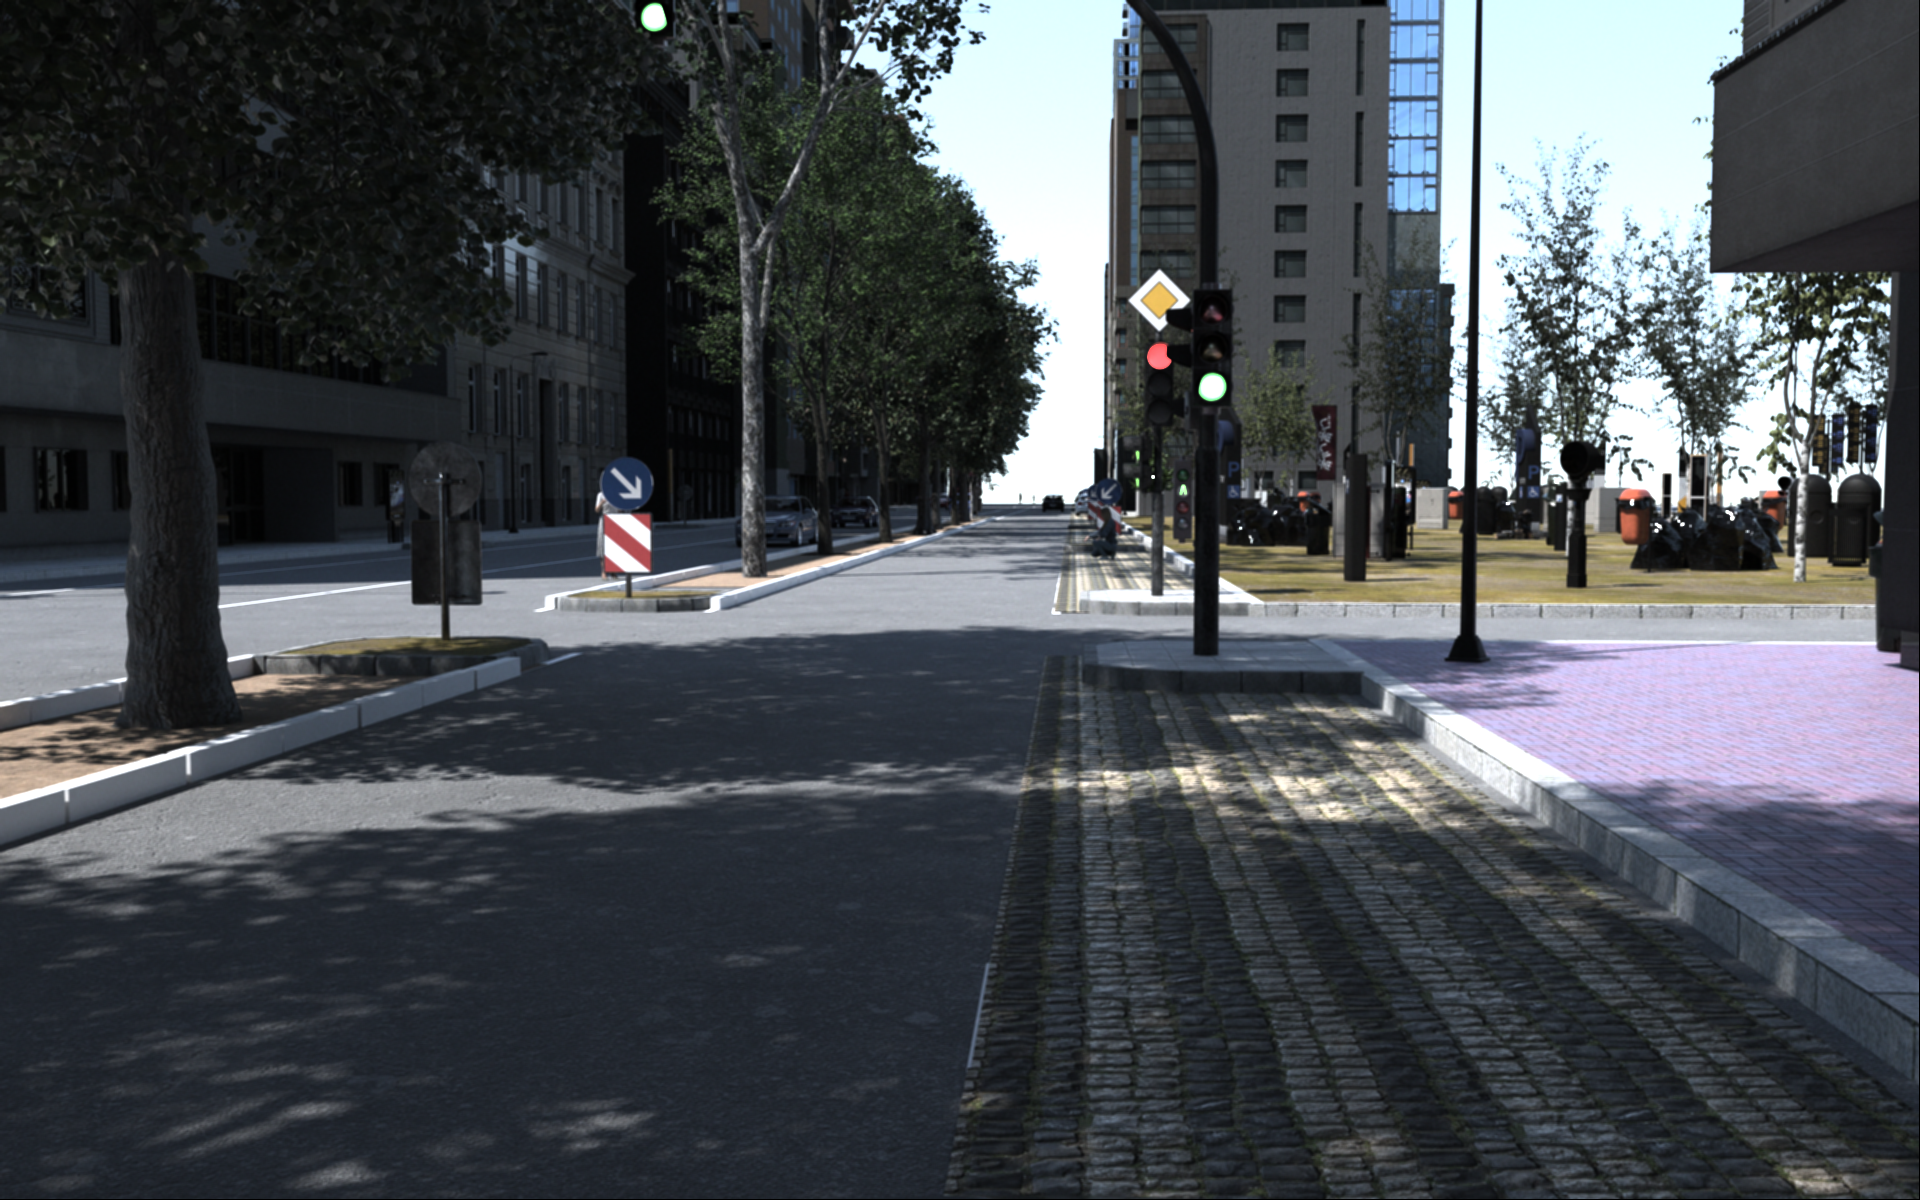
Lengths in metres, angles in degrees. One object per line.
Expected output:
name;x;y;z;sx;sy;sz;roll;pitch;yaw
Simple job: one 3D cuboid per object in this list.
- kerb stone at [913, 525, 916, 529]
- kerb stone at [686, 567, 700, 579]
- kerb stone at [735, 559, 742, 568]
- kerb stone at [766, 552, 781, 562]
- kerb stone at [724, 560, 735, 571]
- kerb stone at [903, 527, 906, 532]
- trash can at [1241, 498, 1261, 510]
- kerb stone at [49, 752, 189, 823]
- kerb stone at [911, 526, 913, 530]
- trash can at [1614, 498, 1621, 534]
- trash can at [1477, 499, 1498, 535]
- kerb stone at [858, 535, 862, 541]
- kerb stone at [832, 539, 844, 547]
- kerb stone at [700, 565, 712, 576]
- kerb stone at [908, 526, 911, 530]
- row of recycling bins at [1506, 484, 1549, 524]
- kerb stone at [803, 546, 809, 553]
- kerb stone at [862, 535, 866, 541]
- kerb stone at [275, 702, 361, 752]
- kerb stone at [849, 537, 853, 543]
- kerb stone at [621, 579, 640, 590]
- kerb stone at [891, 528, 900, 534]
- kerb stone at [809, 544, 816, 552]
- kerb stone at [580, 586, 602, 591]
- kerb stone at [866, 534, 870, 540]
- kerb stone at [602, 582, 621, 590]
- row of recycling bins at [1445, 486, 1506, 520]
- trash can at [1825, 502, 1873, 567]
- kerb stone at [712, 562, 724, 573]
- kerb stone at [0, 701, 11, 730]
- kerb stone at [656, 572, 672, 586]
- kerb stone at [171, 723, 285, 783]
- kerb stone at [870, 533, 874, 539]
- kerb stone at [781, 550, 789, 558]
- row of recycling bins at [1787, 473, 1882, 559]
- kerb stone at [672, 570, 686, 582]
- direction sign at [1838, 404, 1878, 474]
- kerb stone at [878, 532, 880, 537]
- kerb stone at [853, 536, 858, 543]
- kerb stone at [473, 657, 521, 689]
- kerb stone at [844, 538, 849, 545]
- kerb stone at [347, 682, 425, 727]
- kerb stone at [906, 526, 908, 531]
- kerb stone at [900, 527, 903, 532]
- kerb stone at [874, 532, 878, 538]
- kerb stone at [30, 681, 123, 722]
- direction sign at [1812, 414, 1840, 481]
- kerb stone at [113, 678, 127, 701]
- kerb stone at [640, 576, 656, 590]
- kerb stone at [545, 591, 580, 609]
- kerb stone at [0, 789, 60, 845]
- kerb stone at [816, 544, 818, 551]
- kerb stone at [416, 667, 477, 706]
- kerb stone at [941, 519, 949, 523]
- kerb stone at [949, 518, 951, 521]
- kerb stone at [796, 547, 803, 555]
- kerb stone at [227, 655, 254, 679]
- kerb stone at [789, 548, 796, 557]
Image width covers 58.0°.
kerb stone;-1.977;-2.871;69.138;0.120;0.150;1.000;0;4;4
kerb stone;-4.610;-0.433;29.281;0.120;0.150;1.000;0;4;4
kerb stone;-4.343;-0.680;33.364;0.120;0.150;1.000;0;4;4
kerb stone;-4.071;-0.928;37.447;0.120;0.150;1.000;0;4;4
kerb stone;-4.408;-0.621;32.344;0.120;0.150;1.000;0;4;4
kerb stone;-2.241;-2.620;65.052;0.120;0.150;1.000;0;4;4
trash can;9.350;-2.701;55.807;0.748;1.137;0.748;0;3;0
kerb stone;-3.909;0.867;8.049;0.120;0.150;1.000;0;4;4
kerb stone;-2.046;-2.808;68.112;0.120;0.150;1.000;0;4;4
trash can;21.629;-2.727;56.242;0.748;1.137;0.748;0;3;0
trash can;16.469;-2.603;54.214;0.748;1.137;0.748;0;3;0
kerb stone;-3.125;-1.809;51.778;0.120;0.150;1.000;0;4;4
kerb stone;-3.394;-1.559;47.690;0.120;0.150;1.000;0;4;4
kerb stone;-4.544;-0.496;30.301;0.120;0.150;1.000;0;4;4
kerb stone;-2.108;-2.746;67.092;0.120;0.150;1.000;0;4;4
row of recycling bins;25.106;-4.132;74.675;1.069;1.692;3.534;-1;4;-14
kerb stone;-3.809;-1.180;41.544;0.120;0.150;1.000;0;4;4
kerb stone;-3.052;-1.872;52.797;0.120;0.150;1.000;0;4;4
kerb stone;-3.781;0.746;10.117;0.120;0.150;1.000;0;4;4
kerb stone;-3.259;-1.684;49.733;0.120;0.150;1.000;0;4;4
kerb stone;-4.877;-0.183;25.193;0.120;0.150;1.000;0;4;4
kerb stone;-2.381;-2.496;63.013;0.120;0.150;1.000;0;4;4
kerb stone;-3.733;-1.246;42.563;0.120;0.150;1.000;0;4;4
kerb stone;-5.011;-0.053;23.154;0.120;0.150;1.000;0;4;4
kerb stone;-2.985;-1.934;53.823;0.120;0.150;1.000;0;4;4
kerb stone;-4.956;-0.121;24.174;0.120;0.150;1.000;0;4;4
row of recycling bins;26.148;-4.942;87.907;3.534;1.692;1.069;-1;4;-12
trash can;15.690;-1.159;30.610;0.748;1.137;0.748;0;3;0
kerb stone;-4.477;-0.555;31.321;0.120;0.150;1.000;0;4;4
kerb stone;-5.865;0.730;10.255;0.120;0.150;1.000;0;4;4
kerb stone;-4.743;-0.305;27.237;0.120;0.150;1.000;0;4;4
kerb stone;-3.841;0.802;9.089;0.120;0.150;1.000;0;4;4
kerb stone;-2.920;-1.994;54.846;0.120;0.150;1.000;0;4;4
kerb stone;-3.998;-0.987;38.471;0.120;0.150;1.000;0;4;4
row of recycling bins;18.459;-1.677;34.530;3.534;1.692;1.069;2;4;30
kerb stone;-4.684;-0.368;28.258;0.120;0.150;1.000;0;4;4
direction sign;22.721;-3.160;43.668;0.876;3.537;0.379;-1;4;-16
kerb stone;-2.781;-2.122;56.885;0.120;0.150;1.000;0;4;4
kerb stone;-3.186;-1.744;50.757;0.120;0.150;1.000;0;4;4
kerb stone;-3.565;0.558;13.188;0.120;0.150;1.000;0;4;4
kerb stone;-3.322;-1.622;48.712;0.120;0.150;1.000;0;4;4
kerb stone;-3.703;0.676;11.138;0.120;0.150;1.000;0;4;4
kerb stone;-2.179;-2.684;66.072;0.120;0.150;1.000;0;4;4
kerb stone;-2.315;-2.558;64.033;0.120;0.150;1.000;0;4;4
kerb stone;-2.857;-2.059;55.866;0.120;0.150;1.000;0;4;4
kerb stone;-5.803;0.673;11.276;0.120;0.150;1.000;0;4;4
direction sign;24.532;-3.487;49.004;0.379;3.537;0.876;-3;4;-38
kerb stone;-5.740;0.605;12.296;0.120;0.150;1.000;0;4;4
kerb stone;-4.813;-0.246;26.214;0.120;0.150;1.000;0;4;4
kerb stone;-5.088;0.004;22.134;0.120;0.150;1.000;0;4;4
kerb stone;-3.980;0.928;7.029;0.120;0.150;1.000;0;4;4
kerb stone;-3.664;-1.308;43.589;0.120;0.150;1.000;0;4;4
kerb stone;-3.643;0.613;12.168;0.120;0.150;1.000;0;4;4
kerb stone;-0.763;-3.996;87.522;0.120;0.150;1.000;0;4;4
kerb stone;-0.702;-4.057;88.545;0.120;0.150;1.000;0;4;4
kerb stone;-3.873;-1.121;40.524;0.120;0.150;1.000;0;4;4
kerb stone;-5.659;0.543;13.315;0.120;0.150;1.000;0;4;4
kerb stone;-3.933;-1.058;39.494;0.120;0.150;1.000;0;4;4
